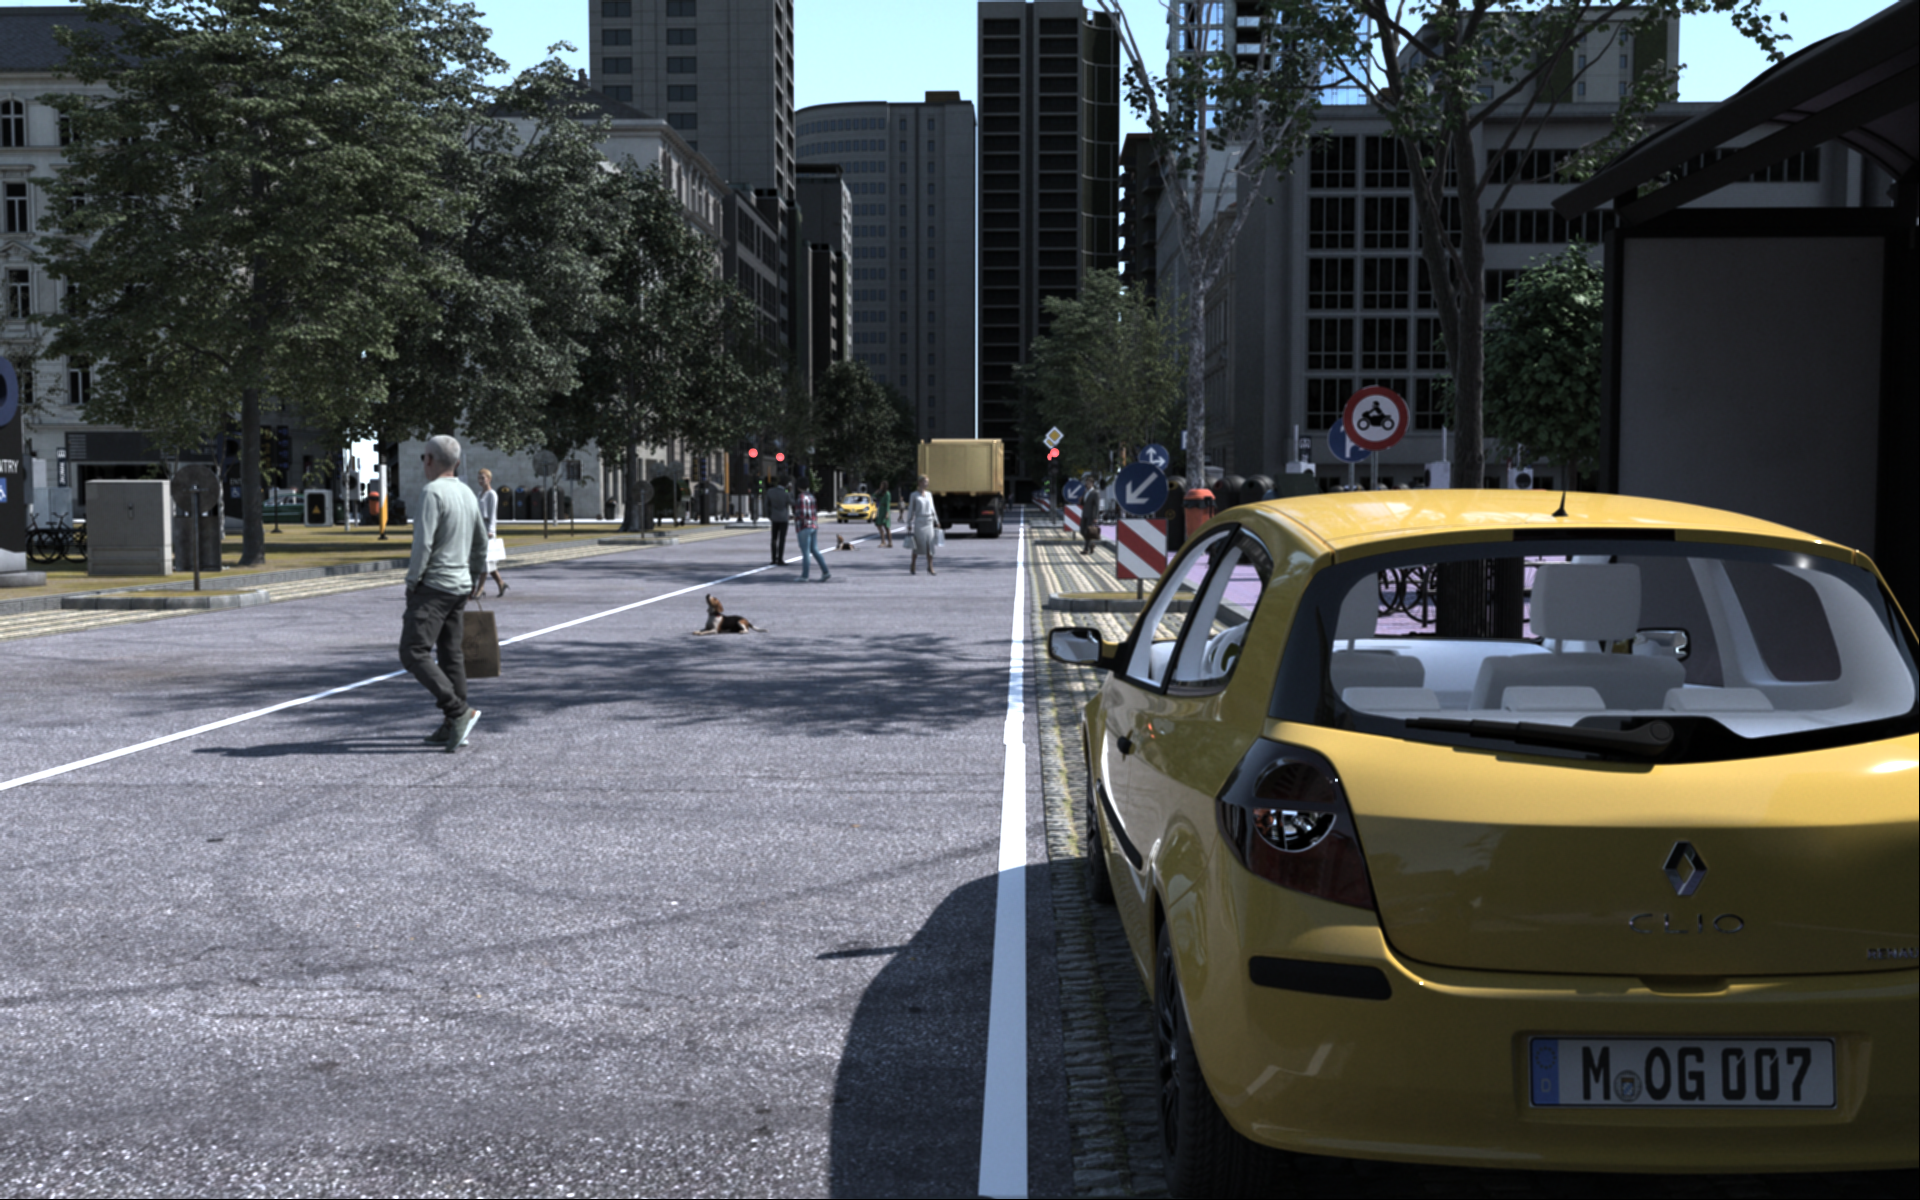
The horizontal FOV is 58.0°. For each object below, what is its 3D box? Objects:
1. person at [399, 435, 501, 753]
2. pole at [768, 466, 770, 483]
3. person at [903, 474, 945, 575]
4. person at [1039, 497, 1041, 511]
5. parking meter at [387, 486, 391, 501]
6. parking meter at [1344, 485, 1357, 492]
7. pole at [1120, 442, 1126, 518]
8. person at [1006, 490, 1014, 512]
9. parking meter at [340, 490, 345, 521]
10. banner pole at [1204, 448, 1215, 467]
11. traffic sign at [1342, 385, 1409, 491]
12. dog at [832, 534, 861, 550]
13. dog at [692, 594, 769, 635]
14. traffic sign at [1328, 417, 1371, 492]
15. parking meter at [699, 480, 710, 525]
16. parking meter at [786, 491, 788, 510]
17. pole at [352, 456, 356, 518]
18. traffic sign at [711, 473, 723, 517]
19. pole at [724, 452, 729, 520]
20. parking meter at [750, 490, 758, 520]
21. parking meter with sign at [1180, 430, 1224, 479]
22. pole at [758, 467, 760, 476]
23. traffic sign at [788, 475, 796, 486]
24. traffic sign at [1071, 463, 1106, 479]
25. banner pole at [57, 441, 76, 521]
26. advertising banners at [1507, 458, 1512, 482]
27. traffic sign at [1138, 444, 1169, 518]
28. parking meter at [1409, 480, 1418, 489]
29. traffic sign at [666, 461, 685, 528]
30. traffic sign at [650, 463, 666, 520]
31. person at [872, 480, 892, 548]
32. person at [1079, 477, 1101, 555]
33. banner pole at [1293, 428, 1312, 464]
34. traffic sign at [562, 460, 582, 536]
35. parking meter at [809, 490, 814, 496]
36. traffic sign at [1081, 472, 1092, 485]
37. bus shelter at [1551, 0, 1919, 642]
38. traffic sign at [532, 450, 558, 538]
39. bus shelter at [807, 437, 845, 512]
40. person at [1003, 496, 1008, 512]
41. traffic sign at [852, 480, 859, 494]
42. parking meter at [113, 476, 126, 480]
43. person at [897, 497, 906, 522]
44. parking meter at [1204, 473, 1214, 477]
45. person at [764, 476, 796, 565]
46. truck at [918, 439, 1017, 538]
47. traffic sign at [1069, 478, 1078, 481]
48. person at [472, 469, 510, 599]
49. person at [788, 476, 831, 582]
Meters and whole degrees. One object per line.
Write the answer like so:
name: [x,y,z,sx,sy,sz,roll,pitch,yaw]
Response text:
person: [-2.884,-0.058,9.934,0.515,1.767,0.782,1,4,12]
pole: [-14.078,-8.194,127.819,0.158,3.312,0.155,0,3,0]
person: [-0.650,-1.343,30.809,0.694,1.780,0.624,-1,4,-17]
person: [6.442,-7.775,135.809,0.537,1.800,0.526,2,4,35]
parking meter: [-43.020,-7.635,130.541,0.255,1.863,0.399,-1,4,-22]
parking meter: [10.757,-2.406,47.749,0.372,1.533,0.369,0,3,0]
pole: [6.408,-4.547,68.194,0.158,3.312,0.155,0,3,0]
person: [4.039,-7.937,138.854,0.593,1.750,0.643,1,4,22]
parking meter: [-29.295,-4.524,82.374,0.372,1.533,0.369,0,3,0]
banner pole: [13.477,-6.327,93.469,0.863,3.779,0.401,1,4,20]
traffic sign: [4.876,-1.241,20.392,0.768,2.556,0.104,0,4,6]
dog: [-2.898,-1.469,44.212,0.748,0.427,0.550,0,4,-1]
dog: [-2.355,0.145,17.814,0.748,0.427,0.550,0,4,1]
traffic sign: [6.308,-1.702,27.936,0.768,2.556,0.104,1,4,8]
parking meter: [-10.767,-4.115,72.985,0.255,1.863,0.399,2,4,33]
parking meter: [-10.380,-6.010,103.972,0.399,1.863,0.255,1,4,17]
pole: [-32.171,-5.998,91.914,0.158,3.312,0.155,0,3,0]
traffic sign: [-11.937,-5.080,85.188,0.606,2.300,0.079,0,4,6]
pole: [-11.410,-5.561,84.763,0.158,3.312,0.155,0,3,0]
parking meter: [-10.027,-4.650,84.432,0.372,1.533,0.369,0,3,0]
parking meter with sign: [6.877,-3.136,47.537,1.738,3.016,0.543,-2,4,-34]
pole: [-15.225,-8.380,130.860,0.158,3.312,0.155,0,3,0]
traffic sign: [-11.419,-7.109,116.338,0.768,2.556,0.104,0,4,8]
traffic sign: [8.361,-7.262,112.602,2.265,3.308,0.079,0,4,8]
banner pole: [-42.413,-5.634,82.138,0.401,3.779,0.863,2,4,31]
advertising banners: [26.006,-5.179,80.859,0.090,3.025,2.074,-1,4,-10]
traffic sign: [4.897,-2.675,43.839,0.768,2.556,0.104,0,4,7]
parking meter: [18.535,-3.988,70.907,0.399,1.863,0.255,1,4,22]
traffic sign: [-10.920,-4.052,66.359,0.768,2.556,0.104,1,4,11]
traffic sign: [-12.199,-4.281,70.098,0.768,2.556,0.104,1,4,9]
person: [-2.001,-2.291,46.209,0.529,1.795,0.600,-2,4,-35]
person: [3.062,-1.977,40.783,0.622,1.834,0.822,3,4,39]
banner pole: [12.743,-4.577,64.844,0.863,3.779,0.401,1,4,10]
traffic sign: [-11.717,-3.067,52.277,0.606,2.300,0.079,0,4,6]
parking meter: [-9.304,-6.109,108.290,0.372,1.533,0.369,0,3,0]
traffic sign: [7.237,-6.000,98.202,0.768,2.556,0.104,0,4,8]
bus shelter: [4.094,-0.777,6.633,2.014,3.302,5.546,0,4,2]
traffic sign: [-11.985,-3.054,50.037,0.768,2.556,0.104,0,4,8]
bus shelter: [-9.861,-9.050,125.597,2.179,5.291,8.768,0,4,2]
person: [3.452,-7.443,134.473,0.640,1.303,0.475,0,4,-7]
traffic sign: [-9.386,-9.394,153.697,0.768,2.556,0.104,0,4,4]
parking meter: [-27.886,-3.167,57.499,0.399,1.863,0.255,1,4,18]
person: [-2.948,-4.575,87.577,0.475,1.303,0.640,-3,5,-41]
parking meter: [6.549,-2.461,45.956,0.399,1.863,0.255,2,4,24]
person: [-3.633,-1.604,34.911,0.592,1.802,0.473,2,4,31]
truck: [0.164,-3.891,59.537,3.469,3.379,9.791,0,4,3]
traffic sign: [7.002,-6.395,106.689,0.606,2.300,0.079,0,4,2]
person: [-6.461,-0.913,23.776,0.624,1.780,0.694,-2,4,-30]
person: [-2.469,-1.157,28.255,0.643,1.720,0.563,1,4,22]
